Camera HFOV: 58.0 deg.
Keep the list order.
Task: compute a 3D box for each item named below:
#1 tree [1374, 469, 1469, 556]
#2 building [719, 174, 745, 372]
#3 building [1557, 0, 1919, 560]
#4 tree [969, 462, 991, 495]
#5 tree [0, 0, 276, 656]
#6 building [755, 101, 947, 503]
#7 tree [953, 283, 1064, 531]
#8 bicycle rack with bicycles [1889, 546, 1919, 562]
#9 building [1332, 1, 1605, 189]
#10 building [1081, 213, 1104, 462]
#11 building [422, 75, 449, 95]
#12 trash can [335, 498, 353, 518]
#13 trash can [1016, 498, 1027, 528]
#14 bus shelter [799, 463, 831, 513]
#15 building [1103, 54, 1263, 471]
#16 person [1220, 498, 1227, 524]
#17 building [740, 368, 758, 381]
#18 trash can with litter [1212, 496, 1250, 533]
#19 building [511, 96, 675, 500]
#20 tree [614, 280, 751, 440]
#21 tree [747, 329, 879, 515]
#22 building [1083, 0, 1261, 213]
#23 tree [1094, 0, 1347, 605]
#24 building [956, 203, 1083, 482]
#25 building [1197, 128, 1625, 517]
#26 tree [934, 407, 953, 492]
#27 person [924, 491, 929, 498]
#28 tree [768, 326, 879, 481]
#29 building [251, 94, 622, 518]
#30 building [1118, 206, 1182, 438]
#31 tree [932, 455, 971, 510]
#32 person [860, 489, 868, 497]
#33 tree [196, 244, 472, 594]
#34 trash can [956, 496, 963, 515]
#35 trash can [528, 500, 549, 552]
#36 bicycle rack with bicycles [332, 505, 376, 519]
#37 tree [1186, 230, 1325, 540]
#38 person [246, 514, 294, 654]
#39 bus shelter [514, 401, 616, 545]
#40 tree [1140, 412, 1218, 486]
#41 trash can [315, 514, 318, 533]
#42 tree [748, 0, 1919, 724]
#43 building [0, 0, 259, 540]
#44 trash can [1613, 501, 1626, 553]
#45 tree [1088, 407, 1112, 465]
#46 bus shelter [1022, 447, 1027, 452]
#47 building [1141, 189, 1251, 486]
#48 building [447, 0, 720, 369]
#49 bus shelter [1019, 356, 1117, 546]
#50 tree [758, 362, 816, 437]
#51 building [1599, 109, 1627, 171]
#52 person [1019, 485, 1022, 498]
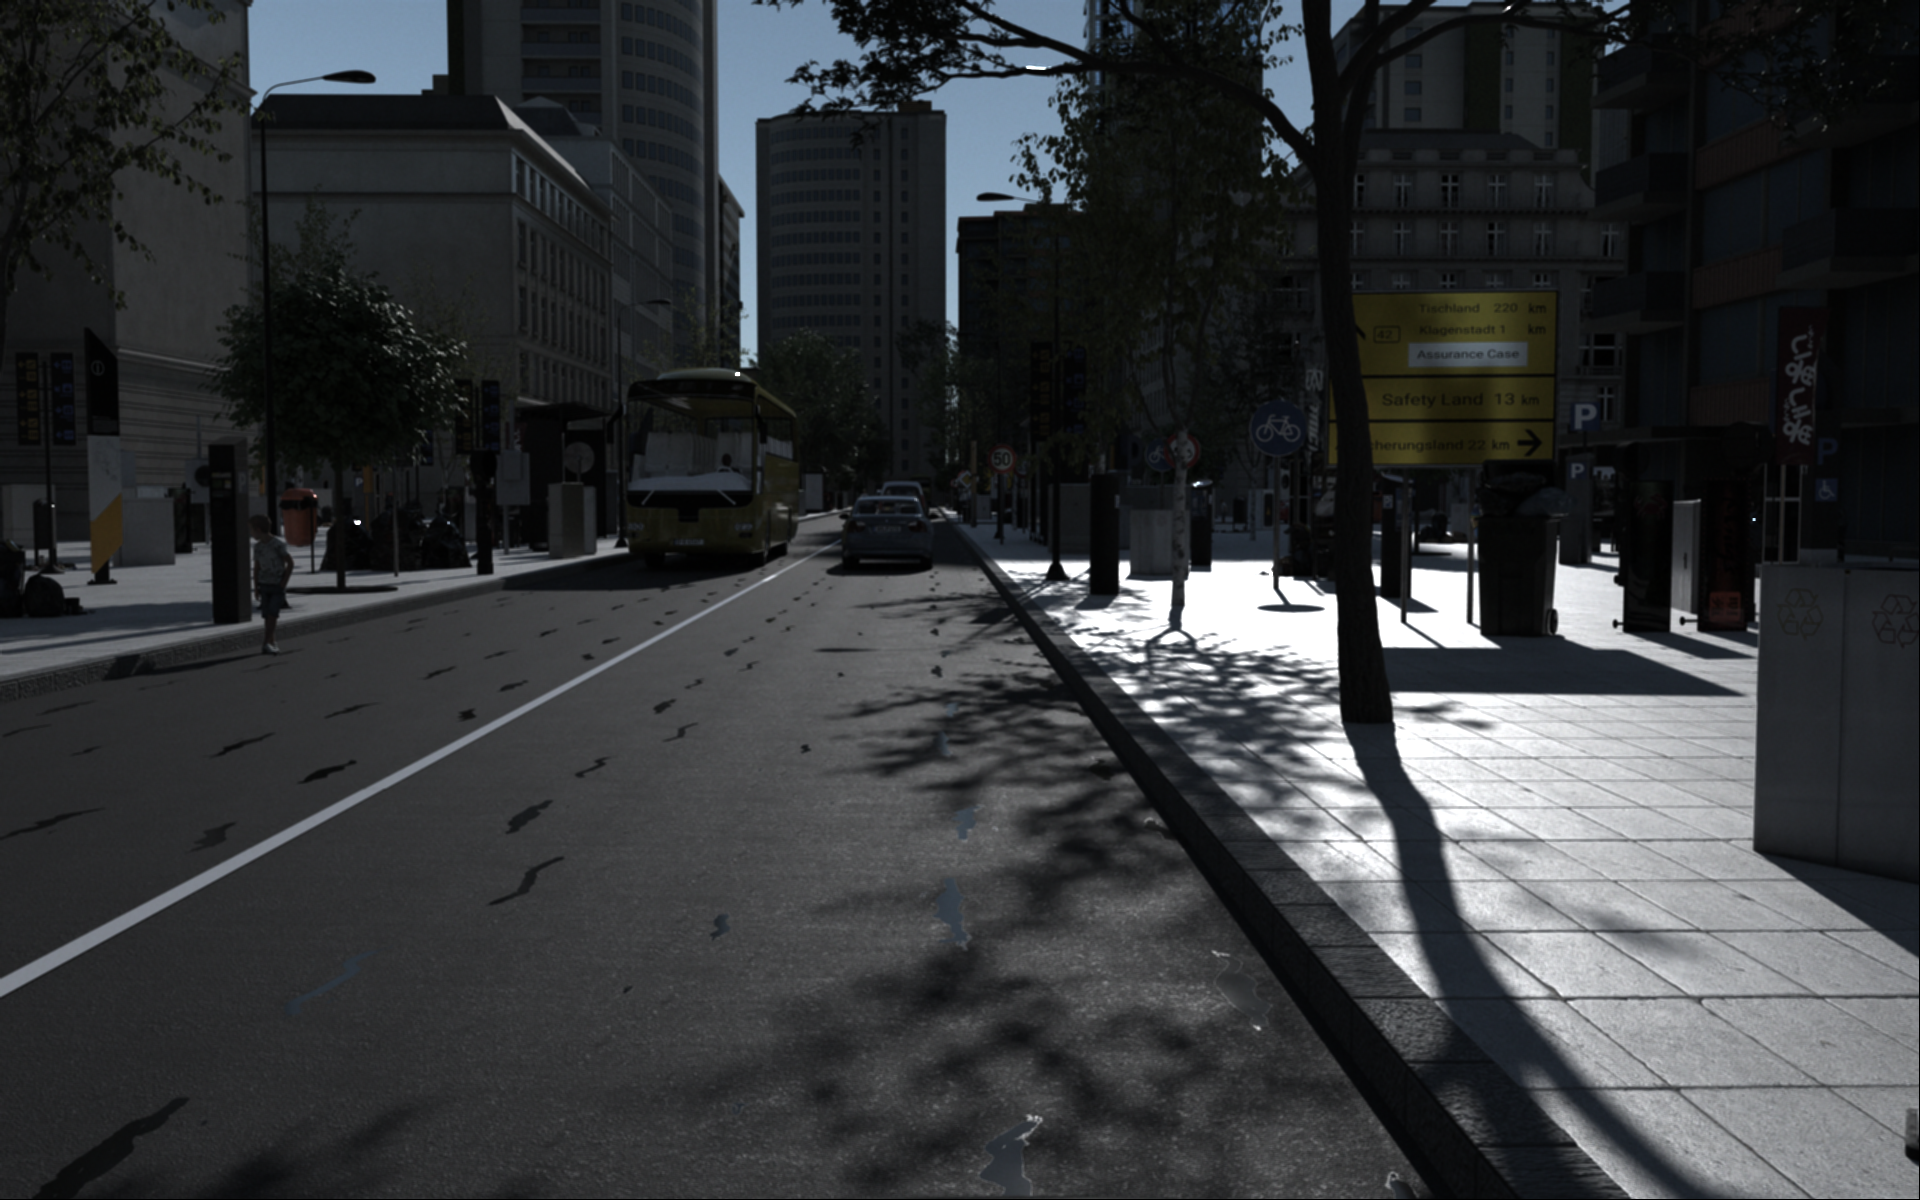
[{"bbox_3d":[9.754,-3.233,36.574,4.285,4.588,4.351,0,3,0],"label":"tree"},{"bbox_3d":[-37.651,-31.081,200.057,23.993,40.220,32.217,0,4,-1],"label":"building"},{"bbox_3d":[28.254,-23.626,40.909,22.147,44.769,28.867,0,4,-1],"label":"building"},{"bbox_3d":[1.191,-6.722,104.504,1.663,3.219,1.824,0,3,0],"label":"tree"},{"bbox_3d":[-7.699,-3.873,13.690,4.360,8.622,3.978,0,3,0],"label":"tree"},{"bbox_3d":[-16.244,-44.049,262.193,28.212,58.520,21.231,0,4,-1],"label":"building"},{"bbox_3d":[1.898,-6.759,60.876,4.360,8.622,3.978,0,3,0],"label":"tree"},{"bbox_3d":[13.250,-0.529,22.035,2.852,0.926,2.925,-1,4,-11],"label":"bicycle rack with bicycles"},{"bbox_3d":[59.308,-40.681,207.136,28.212,58.520,21.231,0,4,-1],"label":"building"},{"bbox_3d":[19.315,-24.938,179.440,14.160,30.474,14.107,0,4,-1],"label":"building"},{"bbox_3d":[-60.551,-35.555,205.033,21.600,48.544,21.300,0,4,-1],"label":"building"},{"bbox_3d":[-24.804,-3.552,69.732,0.748,1.137,0.748,0,3,0],"label":"trash can"},{"bbox_3d":[2.353,-3.282,65.315,0.748,1.137,0.748,0,3,0],"label":"trash can"},{"bbox_3d":[-9.883,-7.547,117.311,2.014,3.302,5.546,0,4,-1],"label":"bus shelter"},{"bbox_3d":[20.557,-29.448,165.063,14.154,41.232,14.086,0,4,-1],"label":"building"},{"bbox_3d":[11.717,-3.908,77.078,0.352,1.250,0.332,2,4,33],"label":"person"},{"bbox_3d":[-45.215,-25.711,265.420,28.899,21.520,27.650,0,4,-1],"label":"building"},{"bbox_3d":[8.946,-2.853,57.700,2.233,1.210,1.678,-2,4,-24],"label":"trash can with litter"},{"bbox_3d":[-30.349,-22.016,137.449,11.434,29.767,29.804,0,4,-1],"label":"building"},{"bbox_3d":[-9.166,-6.660,59.248,4.360,8.622,3.978,0,3,0],"label":"tree"},{"bbox_3d":[-9.915,-11.142,107.924,9.928,11.665,9.643,0,3,0],"label":"tree"},{"bbox_3d":[22.934,-54.303,200.523,22.319,86.520,31.000,0,4,-1],"label":"building"},{"bbox_3d":[2.524,-4.262,20.046,4.737,8.622,4.395,0,3,0],"label":"tree"},{"bbox_3d":[12.283,-37.243,263.550,28.867,44.769,22.147,0,4,-1],"label":"building"},{"bbox_3d":[26.676,-15.841,100.797,24.055,21.916,13.314,0,4,-1],"label":"building"},{"bbox_3d":[0.927,-9.985,113.616,4.360,8.622,3.978,0,3,0],"label":"tree"},{"bbox_3d":[-3.769,-10.632,183.117,1.217,1.735,0.721,-2,4,-29],"label":"person"},{"bbox_3d":[-10.823,-13.696,130.587,9.857,13.997,8.962,0,3,0],"label":"tree"},{"bbox_3d":[-31.644,-16.787,107.751,16.112,22.955,30.059,0,4,-1],"label":"building"},{"bbox_3d":[22.011,-18.811,140.845,16.112,22.955,30.059,0,4,-1],"label":"building"},{"bbox_3d":[-0.346,-9.722,142.661,4.285,4.588,4.351,0,3,0],"label":"tree"},{"bbox_3d":[-5.318,-5.430,97.957,0.731,1.740,0.598,0,4,5],"label":"person"},{"bbox_3d":[-8.279,-2.391,22.804,4.285,4.588,4.351,0,3,0],"label":"tree"},{"bbox_3d":[0.100,-5.904,108.186,0.748,1.137,0.748,0,3,0],"label":"trash can"},{"bbox_3d":[-9.317,-1.652,38.668,0.748,1.137,0.748,0,3,0],"label":"trash can"},{"bbox_3d":[-28.056,-4.149,81.219,2.925,0.926,2.852,-1,4,-10],"label":"bicycle rack with bicycles"},{"bbox_3d":[8.163,-5.976,48.073,4.360,8.622,3.978,0,3,0],"label":"tree"},{"bbox_3d":[-6.209,-0.148,15.607,0.352,1.250,0.332,-3,5,-45],"label":"person"},{"bbox_3d":[-10.669,-3.409,47.025,1.731,3.624,6.357,0,4,-1],"label":"bus shelter"},{"bbox_3d":[8.627,-5.242,69.428,4.285,4.588,4.351,0,3,0],"label":"tree"},{"bbox_3d":[-20.378,-2.592,54.040,0.748,1.137,0.748,0,3,0],"label":"trash can"},{"bbox_3d":[2.020,-4.604,9.683,7.601,10.594,8.767,2,4,32],"label":"tree"},{"bbox_3d":[-33.105,-13.201,52.001,21.152,22.565,11.583,0,4,-1],"label":"building"},{"bbox_3d":[14.178,-1.527,36.622,0.748,1.137,0.748,0,3,0],"label":"trash can"},{"bbox_3d":[10.799,-11.701,141.675,4.360,8.622,3.978,0,3,0],"label":"tree"},{"bbox_3d":[4.138,-5.957,88.676,1.731,3.624,6.357,0,4,-1],"label":"bus shelter"},{"bbox_3d":[18.550,-16.067,117.439,10.420,20.320,16.860,0,4,-1],"label":"building"},{"bbox_3d":[-35.526,-38.273,167.755,21.231,58.520,28.212,0,4,-1],"label":"building"},{"bbox_3d":[2.765,-4.230,46.786,2.179,5.291,8.768,0,4,-1],"label":"bus shelter"},{"bbox_3d":[-10.148,-8.903,95.921,4.737,8.622,4.395,0,3,0],"label":"tree"},{"bbox_3d":[48.825,-17.239,99.883,19.932,24.808,12.078,0,4,-1],"label":"building"},{"bbox_3d":[2.553,-4.089,75.167,0.447,1.846,0.655,-1,4,-14],"label":"person"}]
